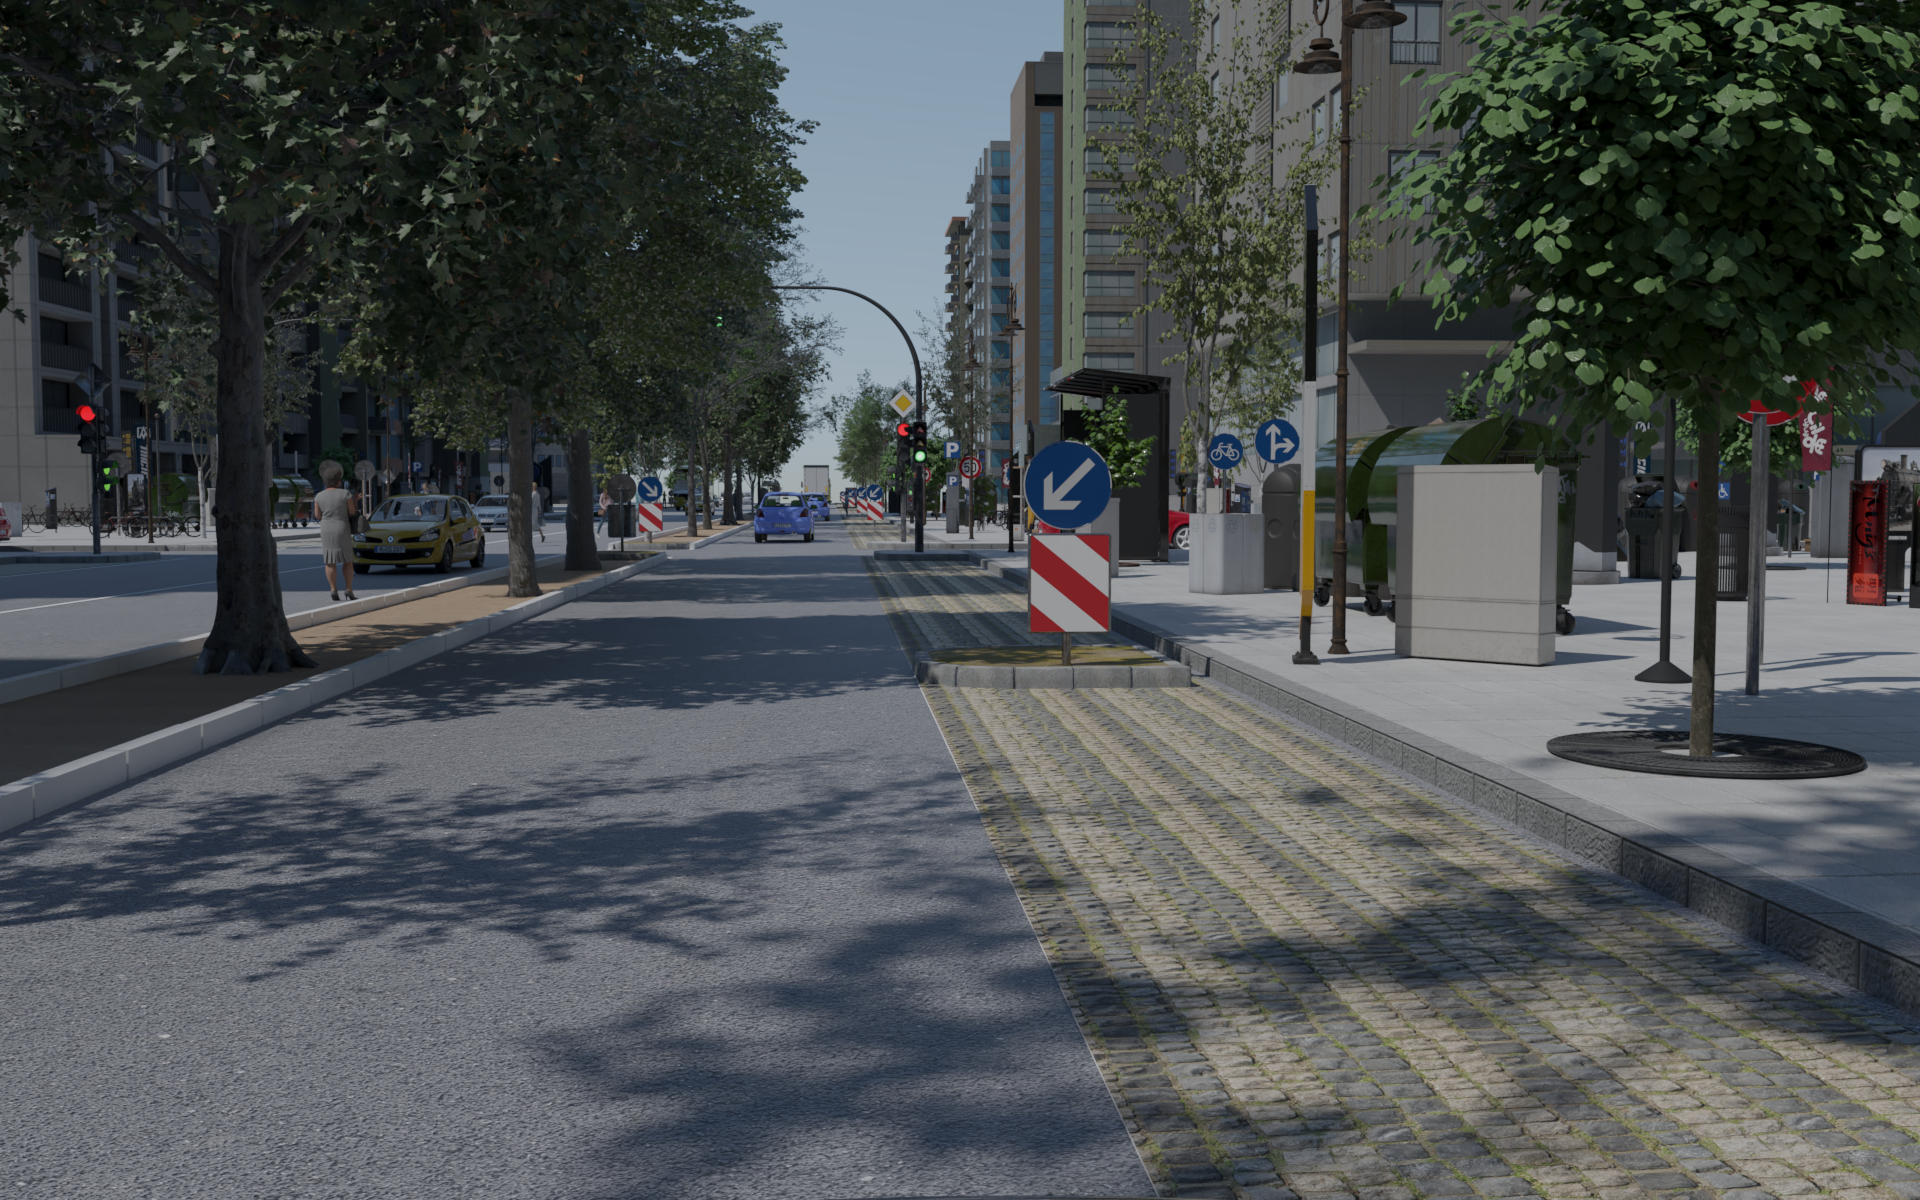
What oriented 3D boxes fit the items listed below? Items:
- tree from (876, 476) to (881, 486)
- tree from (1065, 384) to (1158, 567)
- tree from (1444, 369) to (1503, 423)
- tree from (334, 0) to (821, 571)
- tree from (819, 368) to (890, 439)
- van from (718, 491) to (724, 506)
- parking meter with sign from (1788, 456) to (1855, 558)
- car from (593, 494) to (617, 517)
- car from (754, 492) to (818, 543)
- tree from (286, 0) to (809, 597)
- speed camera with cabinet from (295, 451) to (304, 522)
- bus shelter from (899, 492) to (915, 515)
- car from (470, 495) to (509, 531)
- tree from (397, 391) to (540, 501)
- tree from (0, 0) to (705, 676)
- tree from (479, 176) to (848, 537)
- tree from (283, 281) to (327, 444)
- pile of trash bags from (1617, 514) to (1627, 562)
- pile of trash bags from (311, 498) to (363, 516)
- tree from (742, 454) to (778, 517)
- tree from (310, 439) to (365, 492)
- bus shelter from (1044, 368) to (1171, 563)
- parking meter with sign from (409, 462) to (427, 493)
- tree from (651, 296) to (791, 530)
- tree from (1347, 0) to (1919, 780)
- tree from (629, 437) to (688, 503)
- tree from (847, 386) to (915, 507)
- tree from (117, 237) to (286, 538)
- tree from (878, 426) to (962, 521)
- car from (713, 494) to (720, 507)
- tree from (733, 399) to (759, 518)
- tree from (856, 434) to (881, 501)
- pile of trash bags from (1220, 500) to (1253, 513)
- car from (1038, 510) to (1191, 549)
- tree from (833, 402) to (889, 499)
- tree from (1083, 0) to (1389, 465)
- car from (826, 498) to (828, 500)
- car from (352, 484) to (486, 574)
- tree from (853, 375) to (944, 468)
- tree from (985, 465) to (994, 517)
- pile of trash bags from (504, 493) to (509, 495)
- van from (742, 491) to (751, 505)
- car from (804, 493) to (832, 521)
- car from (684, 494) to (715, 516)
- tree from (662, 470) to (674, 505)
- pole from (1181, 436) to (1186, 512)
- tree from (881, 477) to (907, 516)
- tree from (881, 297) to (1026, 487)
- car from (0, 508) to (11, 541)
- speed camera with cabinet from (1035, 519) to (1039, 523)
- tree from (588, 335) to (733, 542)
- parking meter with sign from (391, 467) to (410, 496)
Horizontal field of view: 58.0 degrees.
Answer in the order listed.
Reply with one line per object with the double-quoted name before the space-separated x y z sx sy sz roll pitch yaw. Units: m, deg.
"tree" -6.757 -9.884 156.199 1.663 3.219 1.824 0 3 0
"tree" 2.776 -2.201 30.592 1.663 3.219 1.824 0 3 0
"tree" 7.874 -1.991 27.149 1.663 3.219 1.824 0 3 0
"tree" -7.061 -7.514 31.973 9.857 13.997 8.962 0 3 0
"tree" -15.428 -24.942 263.687 12.611 20.169 13.585 0 3 0
"van" -28.816 -12.635 213.595 2.013 2.044 4.112 0 4 -5
"parking meter with sign" 17.511 -2.350 34.677 1.738 3.016 0.543 0 4 5
"car" -19.596 -5.027 93.988 2.131 1.459 4.920 0 4 -6
"car" -5.298 -2.623 52.484 1.945 1.707 3.694 0 4 -3
"tree" -5.945 -6.283 23.320 7.486 12.596 7.792 0 3 0
"speed camera with cabinet" -30.865 -5.264 80.399 0.660 3.252 2.038 -1 4 -11
"bus shelter" -3.104 -6.985 105.492 1.731 3.624 6.357 0 4 -4
"car" -17.640 -3.322 66.323 2.014 1.417 4.499 0 4 -3
"tree" -24.153 -9.230 85.324 7.601 10.594 8.767 0 4 -6
"tree" -5.767 -5.756 13.583 9.611 12.733 9.660 0 3 0
"tree" -8.934 -8.833 57.245 12.009 13.543 11.850 0 3 0
"tree" -22.586 -6.446 55.752 4.360 8.622 3.978 0 3 0
"pile of trash bags" 12.394 -1.505 34.366 1.912 1.369 3.447 2 4 25
"pile of trash bags" -33.910 -5.165 94.200 1.912 1.369 3.447 2 4 29
"tree" -12.829 -9.423 106.887 4.360 8.622 3.978 0 3 0
"tree" -36.666 -7.271 102.590 4.285 4.588 4.351 0 3 0
"bus shelter" 2.932 -2.696 35.365 1.731 3.624 6.357 0 4 -4
"parking meter with sign" -28.949 -5.921 93.073 0.543 3.016 1.738 -2 4 -31
"tree" -10.213 -8.609 68.964 9.928 11.665 9.643 0 3 0
"tree" 3.564 -1.509 8.394 4.285 4.588 4.351 0 3 0
"tree" -31.253 -15.012 179.864 8.767 10.594 7.601 -1 4 -14
"tree" -7.291 -14.706 166.200 9.928 11.665 9.643 0 3 0
"tree" -21.828 -6.075 49.681 4.360 8.622 3.978 0 3 0
"tree" -1.167 -6.090 83.291 4.285 4.588 4.351 0 3 0
"car" -27.217 -10.967 189.092 2.009 1.686 4.222 0 4 -6
"tree" -11.625 -8.188 86.695 4.737 8.622 4.395 0 3 0
"tree" -8.432 -13.836 176.574 4.360 8.622 3.978 0 3 0
"pile of trash bags" 11.089 -3.377 64.961 1.912 1.369 3.447 3 5 39
"car" 4.188 -2.082 43.088 4.494 1.783 2.155 0 4 -5
"tree" -12.277 -18.086 213.840 7.486 12.596 7.792 0 3 0
"tree" 3.638 -4.527 24.386 4.737 8.622 4.395 0 3 0
"car" -12.970 -9.077 157.997 1.945 1.707 3.694 0 4 -6
"car" -10.131 -1.360 32.456 2.015 1.641 3.980 0 4 -2
"tree" -4.903 -12.272 135.054 7.601 10.594 8.767 1 4 15
"tree" 1.183 -6.286 97.377 1.663 3.219 1.824 0 3 0
"pile of trash bags" -30.947 -6.362 113.775 3.447 1.369 1.912 -3 5 -45
"van" -28.658 -13.800 232.637 2.013 2.044 4.112 0 4 -5
"car" -7.780 -5.044 92.061 1.945 1.707 3.694 0 4 -3
"car" -17.460 -6.483 116.224 2.015 1.641 3.980 0 4 -3
"tree" -33.905 -13.695 207.624 4.285 4.588 4.351 0 3 0
"pole" 7.529 -3.945 58.337 0.158 3.312 0.155 0 3 0
"tree" -3.354 -6.514 101.111 1.663 3.219 1.824 0 3 0
"tree" 0.017 -6.984 64.544 4.360 8.622 3.978 0 3 0
"car" -25.394 -1.999 41.723 4.494 1.783 2.155 0 4 -4
"speed camera with cabinet" 3.984 -4.994 75.982 0.660 3.252 2.038 -3 5 -40
"tree" -8.811 -5.848 48.438 4.737 8.622 4.395 0 3 0
"parking meter with sign" -35.229 -6.970 110.224 1.738 3.016 0.543 -1 4 -14
